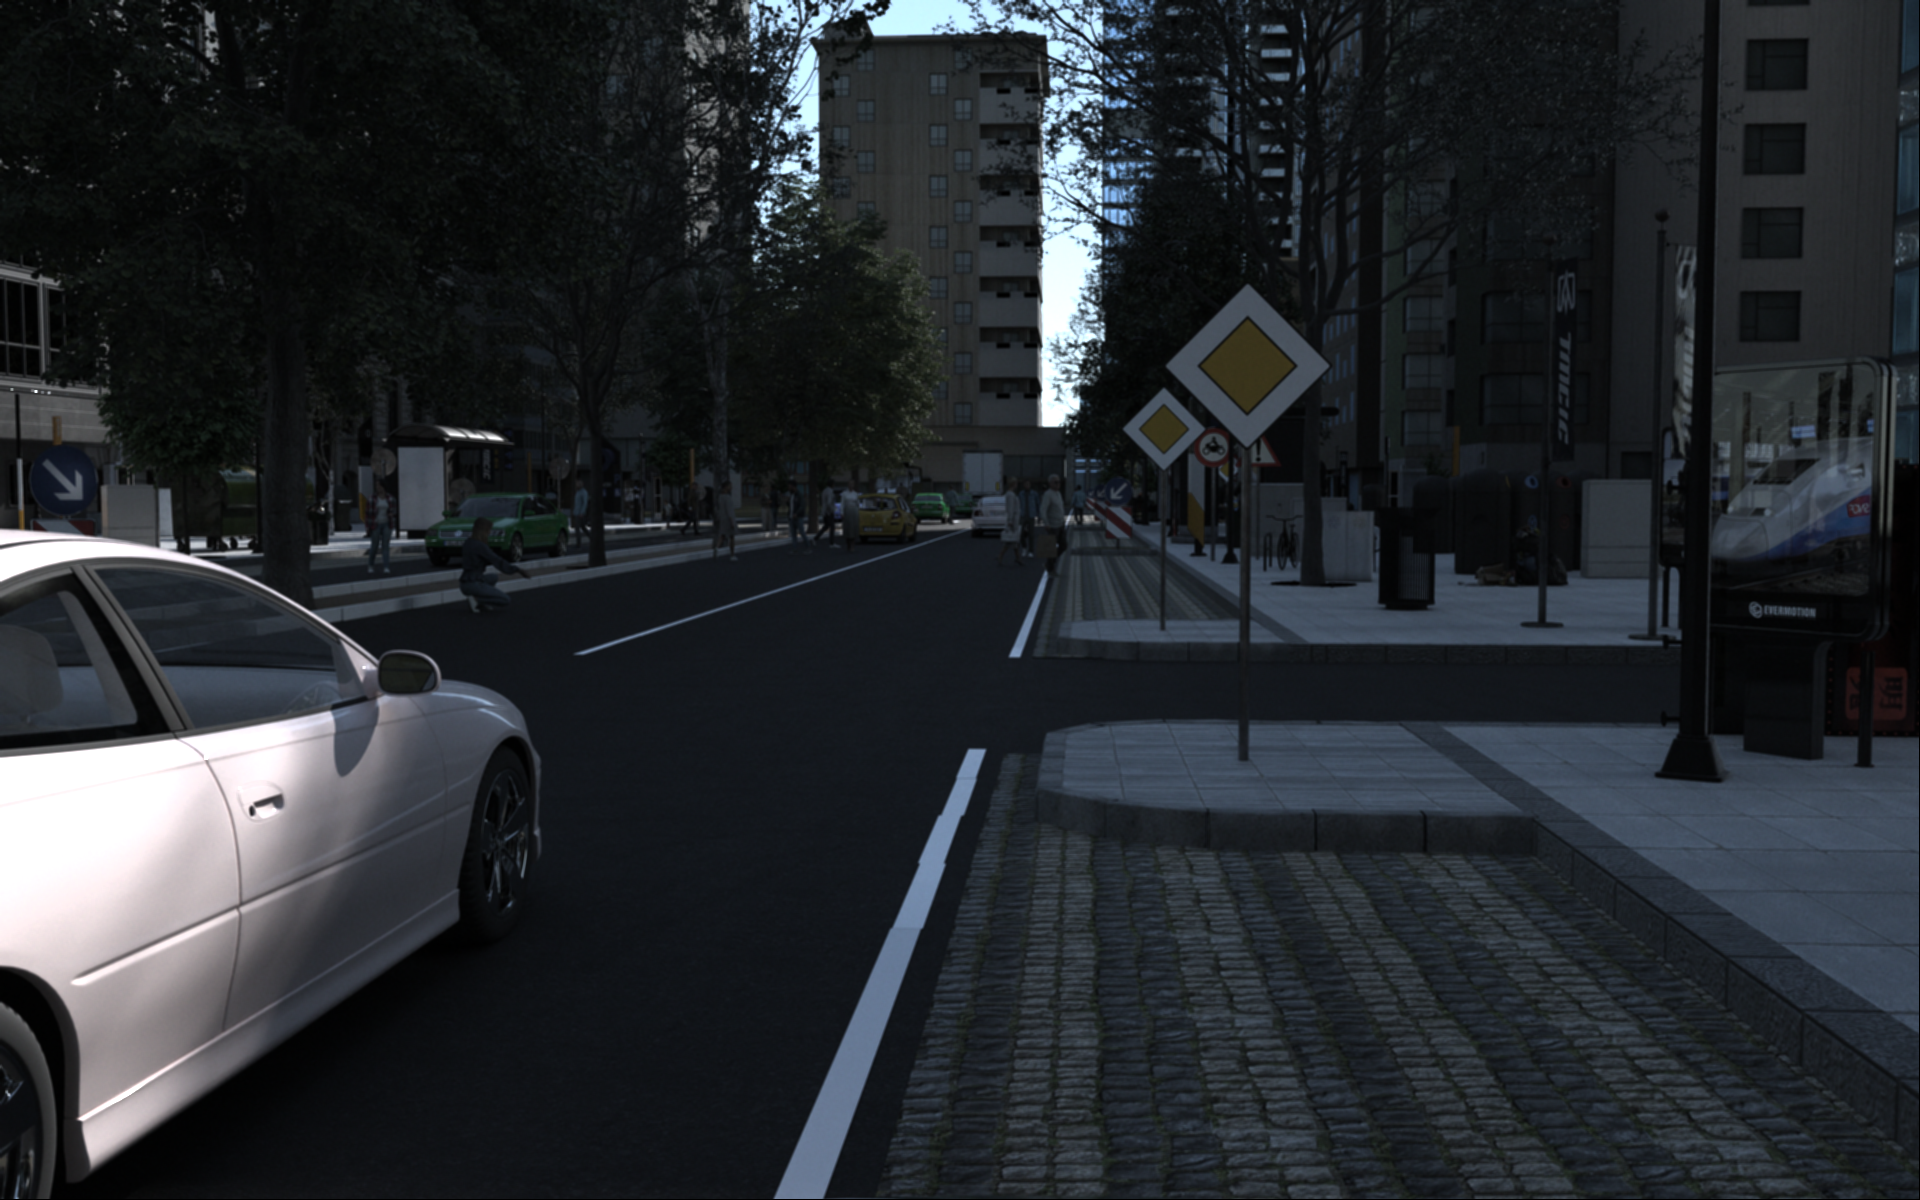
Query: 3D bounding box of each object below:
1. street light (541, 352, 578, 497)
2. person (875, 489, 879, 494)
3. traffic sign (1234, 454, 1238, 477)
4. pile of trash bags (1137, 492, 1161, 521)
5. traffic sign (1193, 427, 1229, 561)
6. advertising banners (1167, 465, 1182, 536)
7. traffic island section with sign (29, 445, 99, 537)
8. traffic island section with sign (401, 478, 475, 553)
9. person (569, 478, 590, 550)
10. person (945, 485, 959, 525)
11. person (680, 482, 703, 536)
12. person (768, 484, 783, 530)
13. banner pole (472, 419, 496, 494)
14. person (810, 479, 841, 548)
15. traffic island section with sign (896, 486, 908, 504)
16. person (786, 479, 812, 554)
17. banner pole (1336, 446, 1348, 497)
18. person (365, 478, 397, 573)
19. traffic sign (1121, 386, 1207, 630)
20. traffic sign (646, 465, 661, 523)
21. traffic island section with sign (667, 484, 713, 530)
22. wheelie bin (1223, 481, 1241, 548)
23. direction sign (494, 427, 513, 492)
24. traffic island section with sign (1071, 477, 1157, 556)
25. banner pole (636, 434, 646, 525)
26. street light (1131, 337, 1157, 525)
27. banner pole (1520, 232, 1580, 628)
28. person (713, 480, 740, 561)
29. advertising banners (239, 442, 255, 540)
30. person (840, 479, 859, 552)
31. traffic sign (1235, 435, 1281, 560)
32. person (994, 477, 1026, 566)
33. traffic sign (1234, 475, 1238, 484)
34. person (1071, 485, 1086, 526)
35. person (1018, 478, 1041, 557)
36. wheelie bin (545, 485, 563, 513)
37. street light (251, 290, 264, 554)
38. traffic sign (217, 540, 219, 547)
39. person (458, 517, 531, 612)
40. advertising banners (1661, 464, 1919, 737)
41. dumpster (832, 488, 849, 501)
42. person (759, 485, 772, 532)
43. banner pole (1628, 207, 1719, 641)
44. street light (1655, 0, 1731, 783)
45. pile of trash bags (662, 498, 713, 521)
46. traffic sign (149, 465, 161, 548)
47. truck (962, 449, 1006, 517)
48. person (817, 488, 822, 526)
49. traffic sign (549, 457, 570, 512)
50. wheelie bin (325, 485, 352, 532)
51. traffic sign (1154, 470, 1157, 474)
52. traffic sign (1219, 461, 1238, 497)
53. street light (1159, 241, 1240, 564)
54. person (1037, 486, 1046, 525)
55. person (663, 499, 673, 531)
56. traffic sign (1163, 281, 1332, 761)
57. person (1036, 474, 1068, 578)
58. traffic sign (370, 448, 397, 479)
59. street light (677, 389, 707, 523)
[{"bbox_3d":[-13.180,-5.162,56.940,1.470,5.913,1.316,0,4,4],"label":"street light"},{"bbox_3d":[-4.669,-5.330,96.582,0.436,1.711,0.756,1,4,22],"label":"person"},{"bbox_3d":[8.335,-3.270,53.567,0.768,2.556,0.104,0,4,5],"label":"traffic sign"},{"bbox_3d":[9.441,-4.474,82.907,1.912,1.369,3.447,-2,4,-24],"label":"pile of trash bags"},{"bbox_3d":[4.838,-2.015,33.057,0.768,2.556,0.104,1,4,12],"label":"traffic sign"},{"bbox_3d":[6.110,-3.233,49.046,0.090,3.025,2.074,0,4,-6],"label":"advertising banners"},{"bbox_3d":[-8.248,-0.522,16.674,2.006,1.907,1.989,0,4,4],"label":"traffic island section with sign"},{"bbox_3d":[-12.377,-2.071,42.496,1.989,1.847,2.006,0,4,4],"label":"traffic island section with sign"},{"bbox_3d":[-9.660,-2.207,44.440,0.748,1.841,0.638,-1,4,-18],"label":"person"},{"bbox_3d":[-0.440,-4.478,81.581,0.638,1.841,0.748,2,4,33],"label":"person"},{"bbox_3d":[-9.236,-3.132,59.624,0.836,1.842,0.656,-2,4,-25],"label":"person"},{"bbox_3d":[-7.486,-3.707,69.101,0.794,1.824,0.713,-1,4,-16],"label":"person"},{"bbox_3d":[-15.398,-4.021,55.768,0.863,3.779,0.401,-1,4,-18],"label":"banner pole"},{"bbox_3d":[-3.582,-2.315,46.202,0.795,1.843,0.661,-1,4,-20],"label":"person"},{"bbox_3d":[-3.142,-5.107,91.639,2.006,1.907,1.989,0,4,4],"label":"traffic island section with sign"},{"bbox_3d":[-3.904,-1.986,41.318,0.623,1.781,0.721,3,4,38],"label":"person"},{"bbox_3d":[19.651,-6.080,89.429,0.863,3.779,0.401,-1,4,-19],"label":"banner pole"},{"bbox_3d":[-10.498,-1.350,31.407,0.563,1.720,0.643,-2,4,-25],"label":"person"},{"bbox_3d":[1.906,-0.771,16.246,0.795,2.450,0.064,0,4,4],"label":"traffic sign"},{"bbox_3d":[-13.627,-4.682,76.656,0.768,2.556,0.104,1,4,10],"label":"traffic sign"},{"bbox_3d":[-10.548,-3.716,69.389,1.989,1.847,2.006,0,4,4],"label":"traffic island section with sign"},{"bbox_3d":[6.655,-2.044,41.329,0.693,1.594,0.980,0,4,2],"label":"wheelie bin"},{"bbox_3d":[-15.506,-4.074,58.603,0.379,3.537,0.876,3,5,42],"label":"direction sign"},{"bbox_3d":[3.615,-1.972,40.863,1.989,1.847,2.006,0,4,4],"label":"traffic island section with sign"},{"bbox_3d":[-13.209,-5.019,72.076,0.401,3.779,0.863,-2,4,-30],"label":"banner pole"},{"bbox_3d":[5.766,-4.823,51.393,1.470,5.913,1.316,0,4,4],"label":"street light"},{"bbox_3d":[5.665,-1.617,16.455,0.401,3.779,0.863,0,4,-5],"label":"banner pole"},{"bbox_3d":[-5.011,-1.706,37.145,0.466,1.731,0.760,1,4,22],"label":"person"},{"bbox_3d":[-20.282,-3.253,49.381,0.090,3.025,2.074,-1,4,-8],"label":"advertising banners"},{"bbox_3d":[-2.729,-2.096,42.991,0.478,1.798,0.641,0,4,-1],"label":"person"},{"bbox_3d":[5.803,-2.062,33.711,0.884,2.594,0.081,1,4,12],"label":"traffic sign"},{"bbox_3d":[1.008,-1.584,34.746,0.624,1.780,0.694,0,4,6],"label":"person"},{"bbox_3d":[11.246,-4.317,70.587,0.884,2.594,0.081,1,4,10],"label":"traffic sign"},{"bbox_3d":[4.987,-3.914,72.520,0.660,1.820,0.620,-2,4,-25],"label":"person"},{"bbox_3d":[1.542,-1.863,39.305,0.601,1.785,0.444,1,4,14],"label":"person"},{"bbox_3d":[-14.996,-3.413,63.715,0.693,1.594,0.980,-2,4,-27],"label":"wheelie bin"},{"bbox_3d":[-14.545,-3.948,37.092,1.470,5.913,1.316,0,4,4],"label":"street light"},{"bbox_3d":[-17.966,-2.558,41.927,0.768,2.556,0.104,0,4,5],"label":"traffic sign"},{"bbox_3d":[-5.835,-0.445,21.282,0.738,1.151,1.012,-3,5,-40],"label":"person"},{"bbox_3d":[4.798,-0.789,9.085,2.074,3.025,0.090,0,4,6],"label":"advertising banners"},{"bbox_3d":[-7.676,-6.526,114.922,1.865,1.857,1.264,0,4,4],"label":"dumpster"},{"bbox_3d":[-6.812,-3.179,61.034,0.362,1.759,0.519,2,4,35],"label":"person"},{"bbox_3d":[6.346,-1.547,15.317,0.863,3.779,0.401,-1,4,-23],"label":"banner pole"},{"bbox_3d":[2.794,-2.153,7.739,1.470,5.913,1.316,0,4,4],"label":"street light"},{"bbox_3d":[-12.902,-4.608,85.101,1.912,1.369,3.447,3,4,38],"label":"pile of trash bags"},{"bbox_3d":[-16.955,-2.229,36.548,0.768,2.556,0.104,1,4,13],"label":"traffic sign"},{"bbox_3d":[1.591,-7.631,113.686,2.839,4.237,11.283,0,4,2],"label":"truck"},{"bbox_3d":[-6.381,-4.139,76.420,0.600,1.795,0.529,3,5,43],"label":"person"},{"bbox_3d":[-13.891,-3.664,60.018,0.768,2.556,0.104,1,4,9],"label":"traffic sign"},{"bbox_3d":[-21.337,-3.148,59.381,0.693,1.594,0.980,2,4,29],"label":"wheelie bin"},{"bbox_3d":[10.299,-5.508,90.163,0.768,2.556,0.104,1,4,12],"label":"traffic sign"},{"bbox_3d":[8.227,-3.193,53.388,0.795,2.450,0.064,1,4,10],"label":"traffic sign"},{"bbox_3d":[4.457,-3.629,31.882,1.470,5.913,1.316,0,4,4],"label":"street light"},{"bbox_3d":[3.802,-4.356,79.708,0.713,1.824,0.794,-2,4,-35],"label":"person"},{"bbox_3d":[-11.286,-3.289,66.956,0.352,1.250,0.332,-1,4,-9],"label":"person"},{"bbox_3d":[1.362,-0.284,8.280,0.795,2.450,0.064,0,4,4],"label":"traffic sign"},{"bbox_3d":[1.538,-1.264,29.646,0.515,1.767,0.782,2,4,29],"label":"person"},{"bbox_3d":[-16.018,-2.936,48.104,0.768,2.556,0.104,0,4,6],"label":"traffic sign"},{"bbox_3d":[-11.837,-6.352,76.403,1.470,5.913,1.316,0,4,4],"label":"street light"}]
